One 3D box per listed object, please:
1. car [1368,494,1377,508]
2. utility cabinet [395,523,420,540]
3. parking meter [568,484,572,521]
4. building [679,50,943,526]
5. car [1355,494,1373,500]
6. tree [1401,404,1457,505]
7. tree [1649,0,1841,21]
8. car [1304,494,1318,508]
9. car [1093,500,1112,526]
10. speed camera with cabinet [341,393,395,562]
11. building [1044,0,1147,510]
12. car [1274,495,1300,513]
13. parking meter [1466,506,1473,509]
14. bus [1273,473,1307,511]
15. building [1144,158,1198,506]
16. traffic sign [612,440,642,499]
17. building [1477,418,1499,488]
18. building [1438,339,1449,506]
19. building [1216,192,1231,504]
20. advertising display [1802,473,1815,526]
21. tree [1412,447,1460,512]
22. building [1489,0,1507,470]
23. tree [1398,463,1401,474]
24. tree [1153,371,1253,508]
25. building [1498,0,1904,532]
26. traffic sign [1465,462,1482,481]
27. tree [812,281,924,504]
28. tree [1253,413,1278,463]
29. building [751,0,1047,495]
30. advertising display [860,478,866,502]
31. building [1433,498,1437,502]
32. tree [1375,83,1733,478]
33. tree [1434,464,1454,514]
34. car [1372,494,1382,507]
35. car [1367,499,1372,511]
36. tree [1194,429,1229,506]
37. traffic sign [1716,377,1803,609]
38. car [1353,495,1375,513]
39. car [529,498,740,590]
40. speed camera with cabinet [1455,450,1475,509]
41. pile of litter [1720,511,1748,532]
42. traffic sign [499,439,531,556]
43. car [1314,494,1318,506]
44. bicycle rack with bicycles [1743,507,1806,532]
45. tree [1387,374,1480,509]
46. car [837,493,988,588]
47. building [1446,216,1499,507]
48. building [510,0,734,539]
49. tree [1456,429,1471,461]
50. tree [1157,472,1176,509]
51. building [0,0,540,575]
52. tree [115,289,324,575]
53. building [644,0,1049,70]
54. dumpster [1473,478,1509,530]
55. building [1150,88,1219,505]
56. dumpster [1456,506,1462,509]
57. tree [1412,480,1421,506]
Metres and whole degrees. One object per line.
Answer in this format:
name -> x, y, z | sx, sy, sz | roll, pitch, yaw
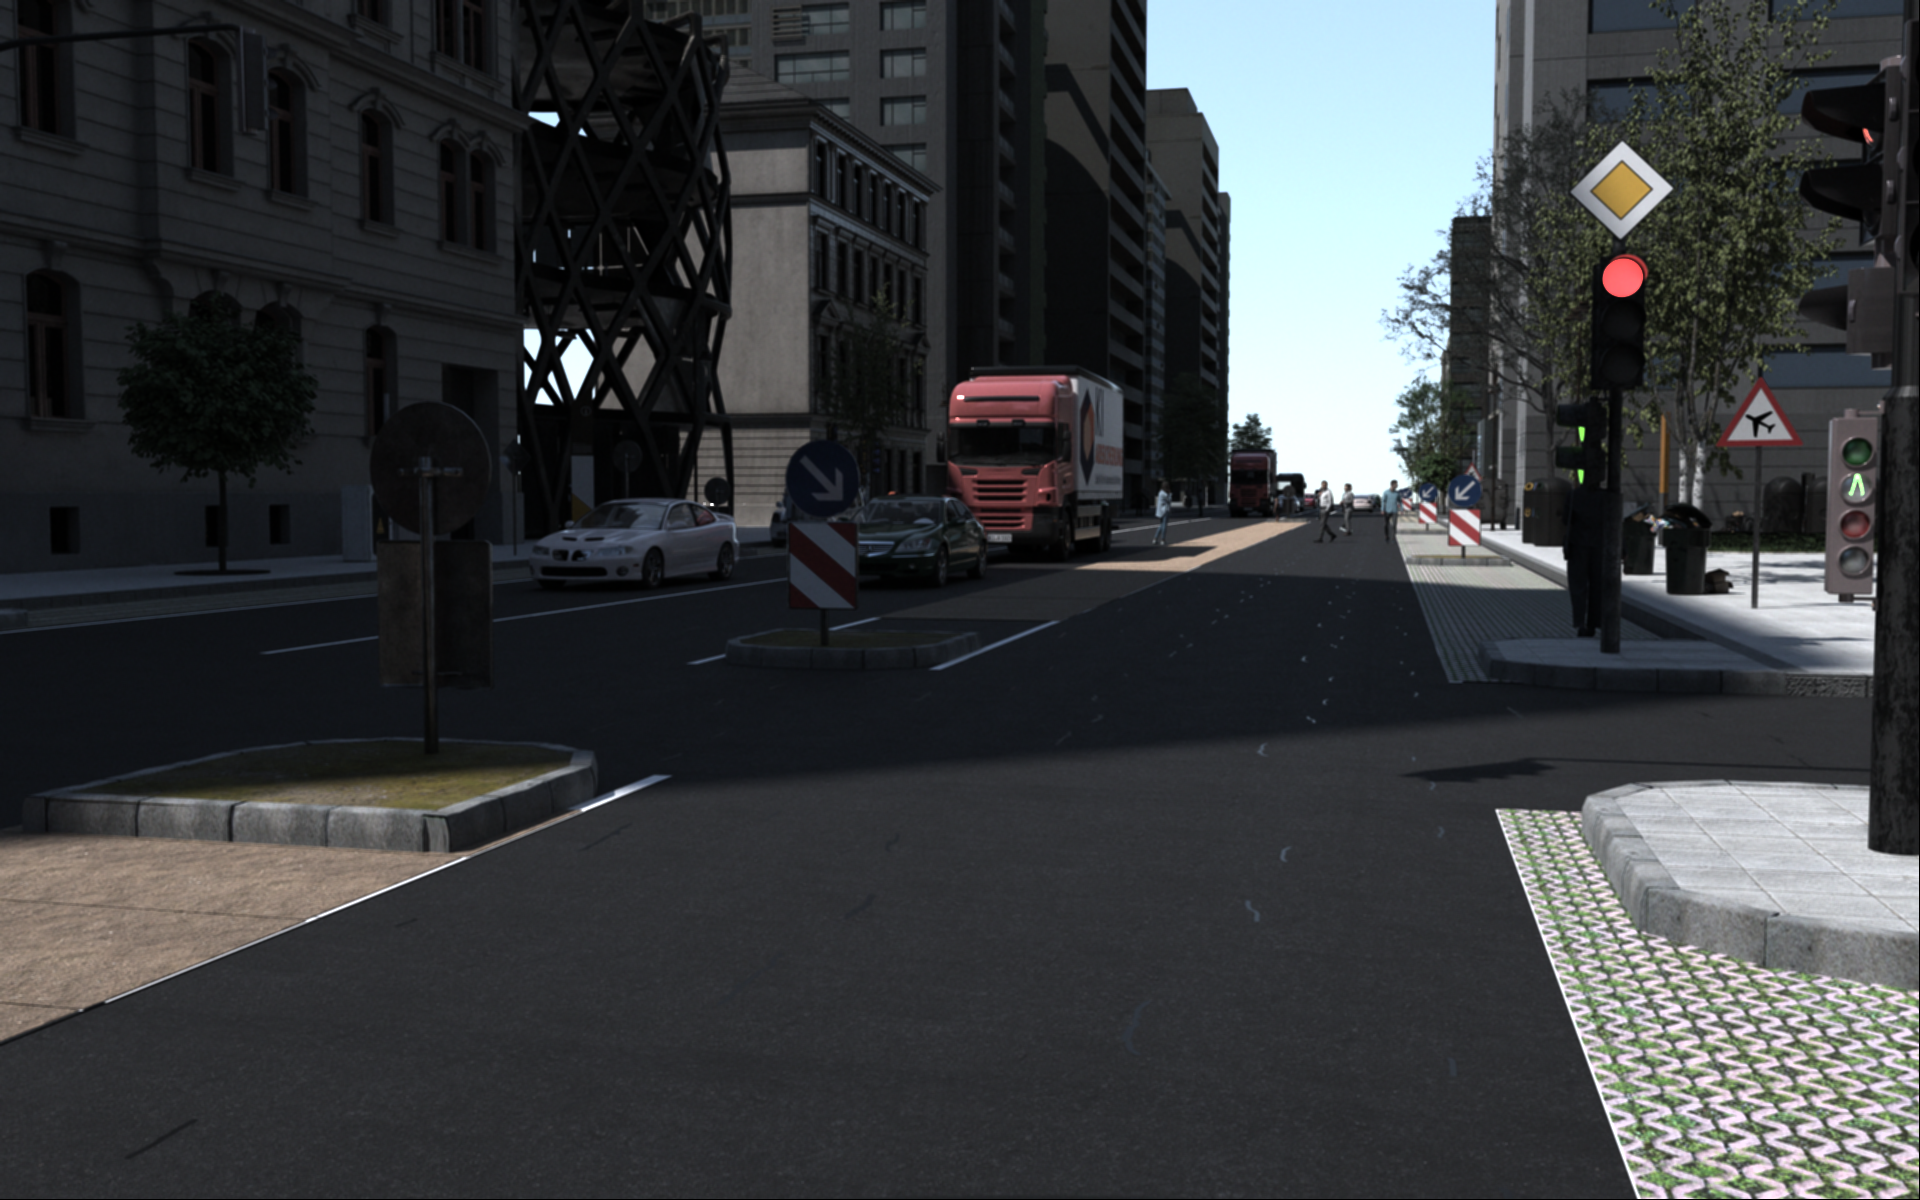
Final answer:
car -> 42.026, -10.196, 178.712 | 2.014, 1.417, 4.499 | 1, 4, 12
utility cabinet -> -11.719, -1.557, 36.612 | 0.306, 1.237, 1.020 | 1, 4, 13
parking meter -> -9.304, -2.056, 42.019 | 0.372, 1.533, 0.369 | 0, 3, 0
building -> -8.239, -13.021, 77.526 | 10.561, 19.102, 19.286 | 1, 4, 14
car -> 36.271, -8.972, 156.482 | 2.009, 1.686, 4.222 | 1, 4, 13
tree -> 39.027, -11.655, 140.920 | 4.737, 8.622, 4.395 | 0, 3, 0
tree -> 10.266, -4.512, 24.141 | 4.737, 8.622, 4.395 | 0, 3, 0
car -> 34.828, -10.069, 173.668 | 2.155, 1.783, 4.494 | 1, 4, 13
car -> 4.955, -3.545, 69.756 | 2.131, 1.459, 4.920 | 1, 4, 15
speed camera with cabinet -> -11.198, -2.391, 33.435 | 0.660, 3.252, 2.038 | 1, 4, 8
building -> 3.270, -31.733, 142.537 | 21.300, 48.544, 21.600 | 1, 4, 14
car -> 25.160, -7.407, 133.467 | 2.083, 1.381, 4.827 | 1, 4, 14
parking meter -> 20.021, -3.658, 68.214 | 0.372, 1.533, 0.369 | 0, 3, 0
bus -> 27.983, -9.318, 147.215 | 2.948, 3.499, 13.247 | 1, 4, 12
building -> 9.659, -30.575, 191.775 | 32.217, 40.220, 23.993 | 1, 4, 14
traffic sign -> -7.880, -2.498, 40.944 | 0.768, 2.556, 0.104 | 1, 4, 18
building -> 54.071, -50.417, 136.988 | 22.319, 86.520, 31.000 | 1, 4, 14
building -> 70.159, -21.705, 199.923 | 27.650, 21.520, 28.899 | 1, 4, 14
building -> 28.045, -33.390, 229.523 | 14.154, 41.232, 14.086 | 1, 4, 14
advertising display -> 25.599, -2.881, 52.312 | 0.123, 1.923, 0.974 | 3, 5, 40
tree -> 33.711, -8.491, 122.548 | 4.285, 4.588, 4.351 | 0, 3, 0
building -> 48.283, -31.775, 108.757 | 28.713, 52.752, 27.495 | 1, 4, 14
tree -> 44.992, -13.341, 168.492 | 4.737, 8.622, 4.395 | 0, 3, 0
tree -> 21.466, -14.834, 160.660 | 7.486, 12.596, 7.792 | 0, 3, 0
building -> 32.948, -32.239, 69.105 | 21.231, 58.520, 28.212 | 1, 4, 14
traffic sign -> 20.882, -4.326, 70.732 | 0.884, 2.594, 0.081 | 1, 4, 14
tree -> -3.272, -6.750, 60.724 | 4.737, 8.622, 4.395 | 0, 3, 0
tree -> 40.537, -19.789, 241.675 | 7.486, 12.596, 7.792 | 0, 3, 0
building -> -3.164, -25.473, 100.084 | 14.154, 41.232, 14.086 | 1, 4, 14
advertising display -> -4.103, -4.021, 70.952 | 0.974, 1.923, 0.123 | -3, 4, -37
building -> 78.069, -32.621, 225.241 | 32.217, 40.220, 23.993 | 1, 4, 14
tree -> 17.736, -8.629, 51.448 | 12.009, 13.543, 11.850 | 0, 3, 0
tree -> 31.271, -7.126, 111.110 | 1.663, 3.219, 1.824 | 0, 3, 0
car -> 44.910, -10.801, 188.386 | 2.131, 1.459, 4.920 | 1, 4, 15
car -> 33.724, -8.183, 146.151 | 2.083, 1.381, 4.827 | 1, 4, 13
tree -> 25.741, -14.047, 180.024 | 4.360, 8.622, 3.978 | 0, 3, 0
traffic sign -> 8.907, -1.183, 19.342 | 0.884, 2.594, 0.081 | 1, 4, 22
car -> 31.199, -7.491, 134.832 | 2.083, 1.381, 4.827 | 1, 4, 14
car -> -5.086, -0.933, 27.614 | 2.083, 1.381, 4.827 | 1, 4, 15
speed camera with cabinet -> 23.015, -5.162, 78.734 | 0.660, 3.252, 2.038 | 0, 4, 5
pile of litter -> 19.796, -1.874, 44.610 | 1.176, 0.858, 1.719 | -1, 4, -9
traffic sign -> -9.274, -2.132, 36.051 | 0.795, 2.450, 0.064 | 1, 4, 22
car -> 42.583, -12.345, 210.638 | 1.959, 1.807, 4.718 | 1, 4, 15
bicycle rack with bicycles -> 22.839, -2.093, 47.606 | 2.925, 0.926, 2.852 | -1, 4, -13
tree -> 40.762, -13.668, 149.228 | 9.928, 11.665, 9.643 | 0, 3, 0
car -> -0.798, -1.003, 28.198 | 2.131, 1.459, 4.920 | 1, 4, 13
building -> 58.159, -25.001, 180.467 | 14.160, 30.474, 14.107 | 1, 4, 14
building -> -16.091, -11.448, 54.635 | 16.820, 18.784, 16.811 | 1, 4, 14
tree -> 14.550, -5.441, 39.317 | 4.737, 8.622, 4.395 | 0, 3, 0
tree -> 18.278, -9.706, 153.292 | 1.663, 3.219, 1.824 | 0, 3, 0
building -> -19.837, -15.099, 34.253 | 14.401, 28.519, 23.554 | 1, 4, 14
tree -> -11.897, -2.695, 27.771 | 4.285, 4.588, 4.351 | 0, 3, 0
building -> -8.102, -26.296, 121.825 | 32.217, 40.220, 23.993 | 1, 4, 14
dumpster -> 19.029, -3.448, 62.137 | 1.264, 1.857, 1.865 | 1, 4, 14
building -> 19.912, -36.013, 212.519 | 21.300, 48.544, 21.600 | 1, 4, 14
dumpster -> 22.325, -4.284, 75.810 | 1.264, 1.857, 1.865 | 1, 4, 13
tree -> 51.185, -12.113, 192.650 | 1.663, 3.219, 1.824 | 0, 3, 0
